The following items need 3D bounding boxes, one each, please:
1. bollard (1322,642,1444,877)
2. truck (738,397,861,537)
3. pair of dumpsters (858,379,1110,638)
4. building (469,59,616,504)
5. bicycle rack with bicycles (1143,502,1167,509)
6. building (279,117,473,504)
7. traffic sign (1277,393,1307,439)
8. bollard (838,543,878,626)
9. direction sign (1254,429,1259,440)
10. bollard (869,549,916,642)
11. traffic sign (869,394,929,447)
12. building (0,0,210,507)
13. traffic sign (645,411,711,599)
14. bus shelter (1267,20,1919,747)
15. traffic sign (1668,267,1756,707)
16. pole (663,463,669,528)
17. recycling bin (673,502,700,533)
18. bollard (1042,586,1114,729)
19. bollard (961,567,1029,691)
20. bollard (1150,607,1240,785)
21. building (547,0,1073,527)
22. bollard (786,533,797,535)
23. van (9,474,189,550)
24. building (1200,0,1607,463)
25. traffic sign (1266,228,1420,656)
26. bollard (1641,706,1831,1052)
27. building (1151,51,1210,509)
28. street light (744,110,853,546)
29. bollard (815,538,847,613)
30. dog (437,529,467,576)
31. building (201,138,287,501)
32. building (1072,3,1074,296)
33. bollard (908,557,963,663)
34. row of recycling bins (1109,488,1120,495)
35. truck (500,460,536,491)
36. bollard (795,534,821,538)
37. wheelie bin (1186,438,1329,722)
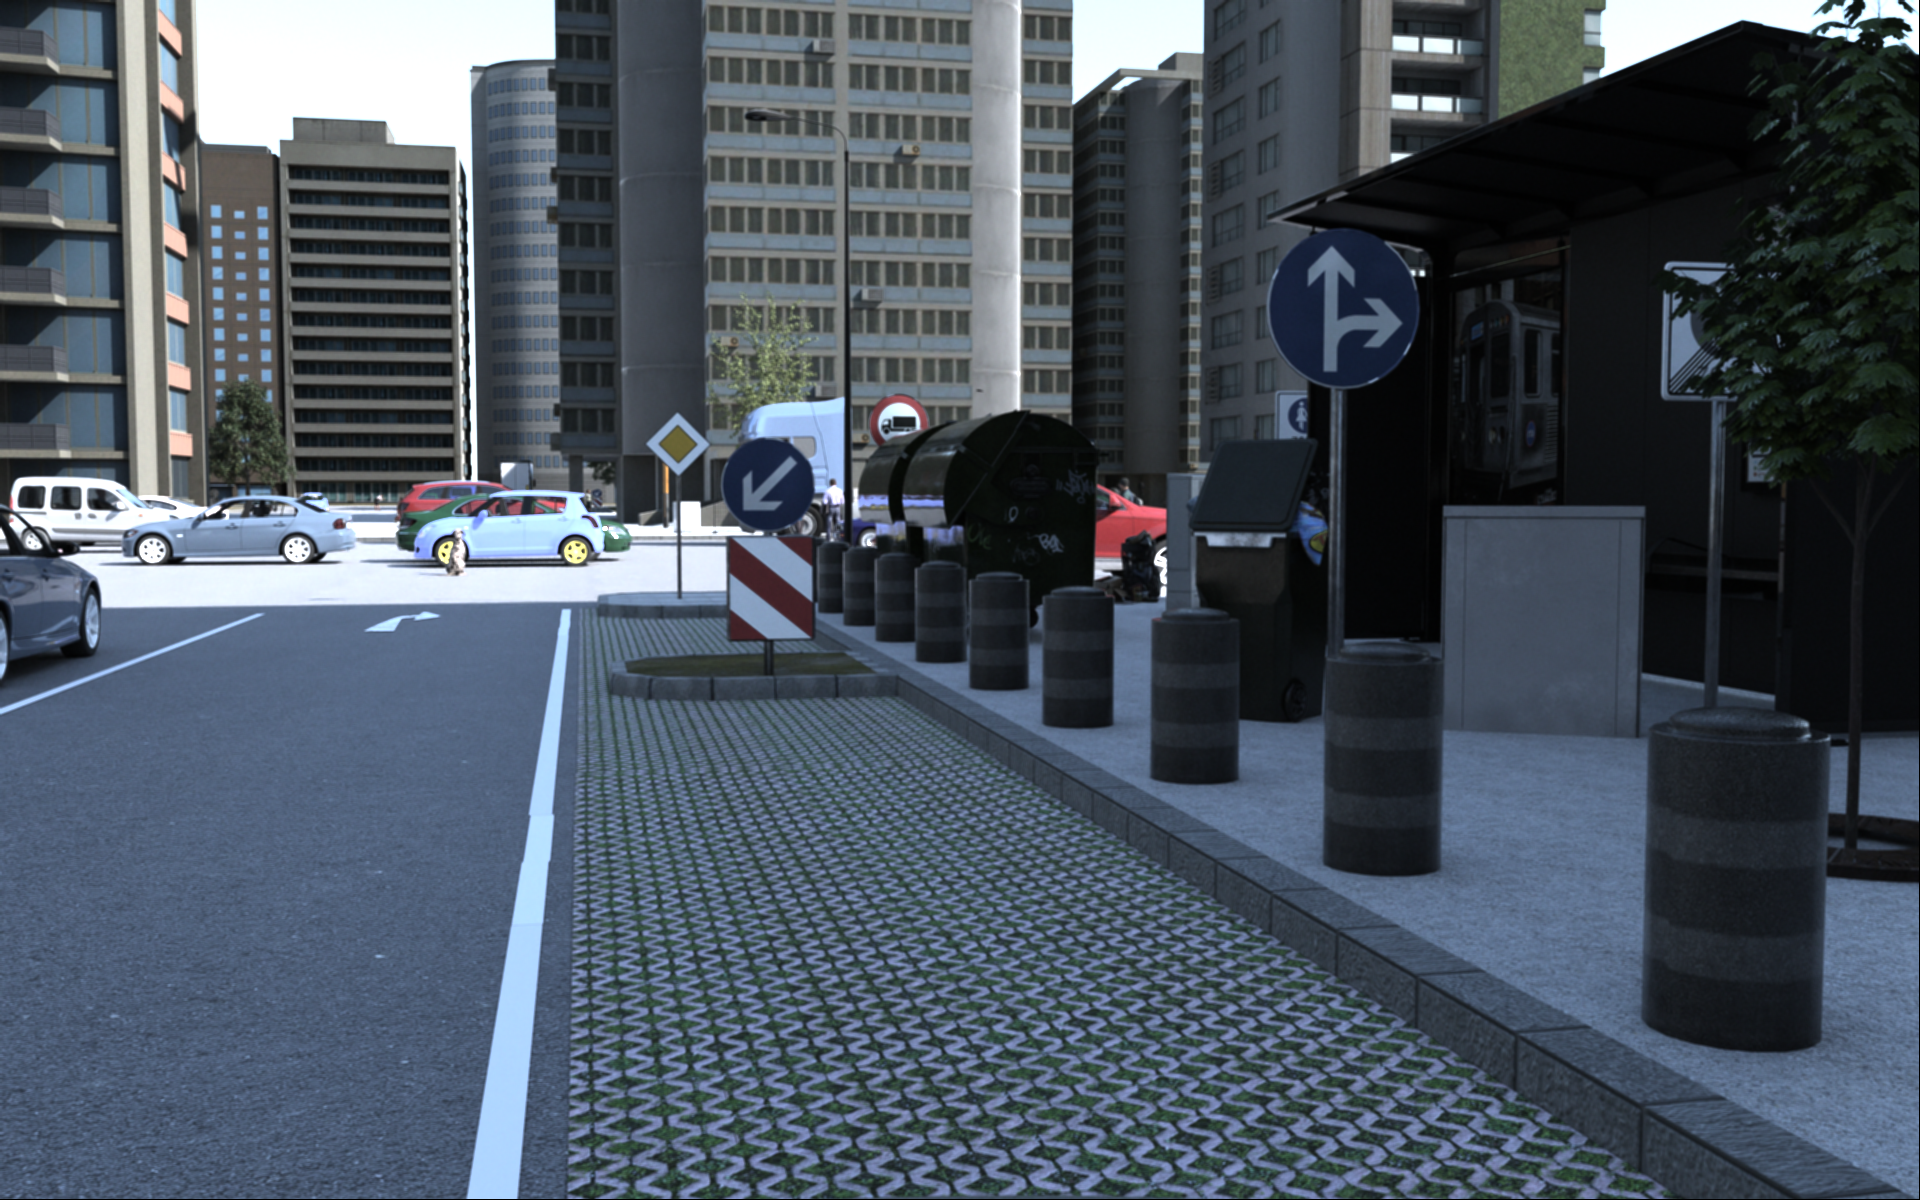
[{"bbox_3d":[1.460,0.534,5.981,0.404,0.777,0.398,0,3,0],"label":"bollard"},{"bbox_3d":[2.367,-3.687,50.038,18.799,4.110,2.967,-1,4,-12],"label":"truck"},{"bbox_3d":[0.132,-0.871,16.730,1.574,2.255,4.437,-1,4,-12],"label":"pair of dumpsters"},{"bbox_3d":[-50.648,-42.258,232.915,28.212,58.520,21.231,-1,4,-12],"label":"building"},{"bbox_3d":[9.024,-3.986,78.557,2.852,0.926,2.925,1,4,17],"label":"bicycle rack with bicycles"},{"bbox_3d":[-75.988,-36.925,227.420,21.600,48.544,21.300,-1,4,-12],"label":"building"},{"bbox_3d":[3.432,-0.927,17.279,0.606,2.300,0.079,0,4,-3],"label":"traffic sign"},{"bbox_3d":[-0.944,-0.138,16.977,0.404,0.777,0.398,0,3,0],"label":"bollard"},{"bbox_3d":[10.331,-4.187,60.455,0.379,3.537,0.876,0,4,0],"label":"direction sign"},{"bbox_3d":[-0.541,-0.026,15.149,0.404,0.777,0.398,0,3,0],"label":"bollard"},{"bbox_3d":[-0.784,-1.351,22.194,0.768,2.556,0.104,-1,4,-8],"label":"traffic sign"},{"bbox_3d":[-47.734,-25.528,72.014,28.867,44.769,22.147,-1,4,-12],"label":"building"},{"bbox_3d":[-3.437,-1.071,21.149,0.795,2.450,0.064,-1,4,-12],"label":"traffic sign"},{"bbox_3d":[4.066,-1.258,11.847,1.731,3.624,6.357,-1,4,-12],"label":"bus shelter"},{"bbox_3d":[3.394,-0.345,7.778,0.606,2.300,0.079,-1,4,-12],"label":"traffic sign"},{"bbox_3d":[-11.154,-4.390,65.623,0.158,3.312,0.155,0,3,0],"label":"pole"},{"bbox_3d":[-8.981,-2.711,56.881,0.722,1.027,0.722,-2,4,-28],"label":"recycling bin"},{"bbox_3d":[0.658,0.310,9.646,0.404,0.777,0.398,0,3,0],"label":"bollard"},{"bbox_3d":[0.260,0.198,11.474,0.404,0.777,0.398,0,3,0],"label":"bollard"},{"bbox_3d":[1.061,0.422,7.818,0.404,0.777,0.398,0,3,0],"label":"bollard"},{"bbox_3d":[-7.484,-23.928,83.100,23.993,40.220,32.217,-1,4,-12],"label":"building"},{"bbox_3d":[-2.137,-0.474,22.463,0.404,0.777,0.398,0,3,0],"label":"bollard"},{"bbox_3d":[-21.062,-2.178,42.627,4.112,2.044,2.013,-1,4,-10],"label":"van"},{"bbox_3d":[20.401,-24.374,82.108,14.086,41.232,14.154,-1,4,-12],"label":"building"},{"bbox_3d":[1.835,-0.508,8.414,0.768,2.556,0.104,-1,4,-8],"label":"traffic sign"},{"bbox_3d":[1.857,0.646,4.153,0.404,0.777,0.398,0,3,0],"label":"bollard"},{"bbox_3d":[20.802,-28.541,158.531,23.993,40.220,32.217,-1,4,-12],"label":"building"},{"bbox_3d":[-1.913,-2.977,21.211,1.470,5.913,1.316,-1,4,-12],"label":"street light"},{"bbox_3d":[-1.346,-0.250,18.804,0.404,0.777,0.398,0,3,0],"label":"bollard"},{"bbox_3d":[-8.993,-0.838,30.542,0.513,0.831,0.800,3,4,36],"label":"dog"},{"bbox_3d":[-92.972,-34.889,220.539,14.200,45.320,14.600,-1,4,-12],"label":"building"},{"bbox_3d":[-3.278,-32.664,153.665,23.786,49.044,30.456,-1,4,-12],"label":"building"},{"bbox_3d":[-0.143,0.086,13.308,0.404,0.777,0.398,0,3,0],"label":"bollard"},{"bbox_3d":[8.645,-6.340,110.769,3.534,1.692,1.069,2,4,35],"label":"row of recycling bins"},{"bbox_3d":[-37.698,-9.701,147.528,2.839,4.237,11.283,-1,4,-13],"label":"truck"},{"bbox_3d":[-1.737,-0.362,20.634,0.404,0.777,0.398,0,3,0],"label":"bollard"},{"bbox_3d":[1.744,-0.130,10.027,0.980,1.594,0.693,3,4,38],"label":"wheelie bin"}]
